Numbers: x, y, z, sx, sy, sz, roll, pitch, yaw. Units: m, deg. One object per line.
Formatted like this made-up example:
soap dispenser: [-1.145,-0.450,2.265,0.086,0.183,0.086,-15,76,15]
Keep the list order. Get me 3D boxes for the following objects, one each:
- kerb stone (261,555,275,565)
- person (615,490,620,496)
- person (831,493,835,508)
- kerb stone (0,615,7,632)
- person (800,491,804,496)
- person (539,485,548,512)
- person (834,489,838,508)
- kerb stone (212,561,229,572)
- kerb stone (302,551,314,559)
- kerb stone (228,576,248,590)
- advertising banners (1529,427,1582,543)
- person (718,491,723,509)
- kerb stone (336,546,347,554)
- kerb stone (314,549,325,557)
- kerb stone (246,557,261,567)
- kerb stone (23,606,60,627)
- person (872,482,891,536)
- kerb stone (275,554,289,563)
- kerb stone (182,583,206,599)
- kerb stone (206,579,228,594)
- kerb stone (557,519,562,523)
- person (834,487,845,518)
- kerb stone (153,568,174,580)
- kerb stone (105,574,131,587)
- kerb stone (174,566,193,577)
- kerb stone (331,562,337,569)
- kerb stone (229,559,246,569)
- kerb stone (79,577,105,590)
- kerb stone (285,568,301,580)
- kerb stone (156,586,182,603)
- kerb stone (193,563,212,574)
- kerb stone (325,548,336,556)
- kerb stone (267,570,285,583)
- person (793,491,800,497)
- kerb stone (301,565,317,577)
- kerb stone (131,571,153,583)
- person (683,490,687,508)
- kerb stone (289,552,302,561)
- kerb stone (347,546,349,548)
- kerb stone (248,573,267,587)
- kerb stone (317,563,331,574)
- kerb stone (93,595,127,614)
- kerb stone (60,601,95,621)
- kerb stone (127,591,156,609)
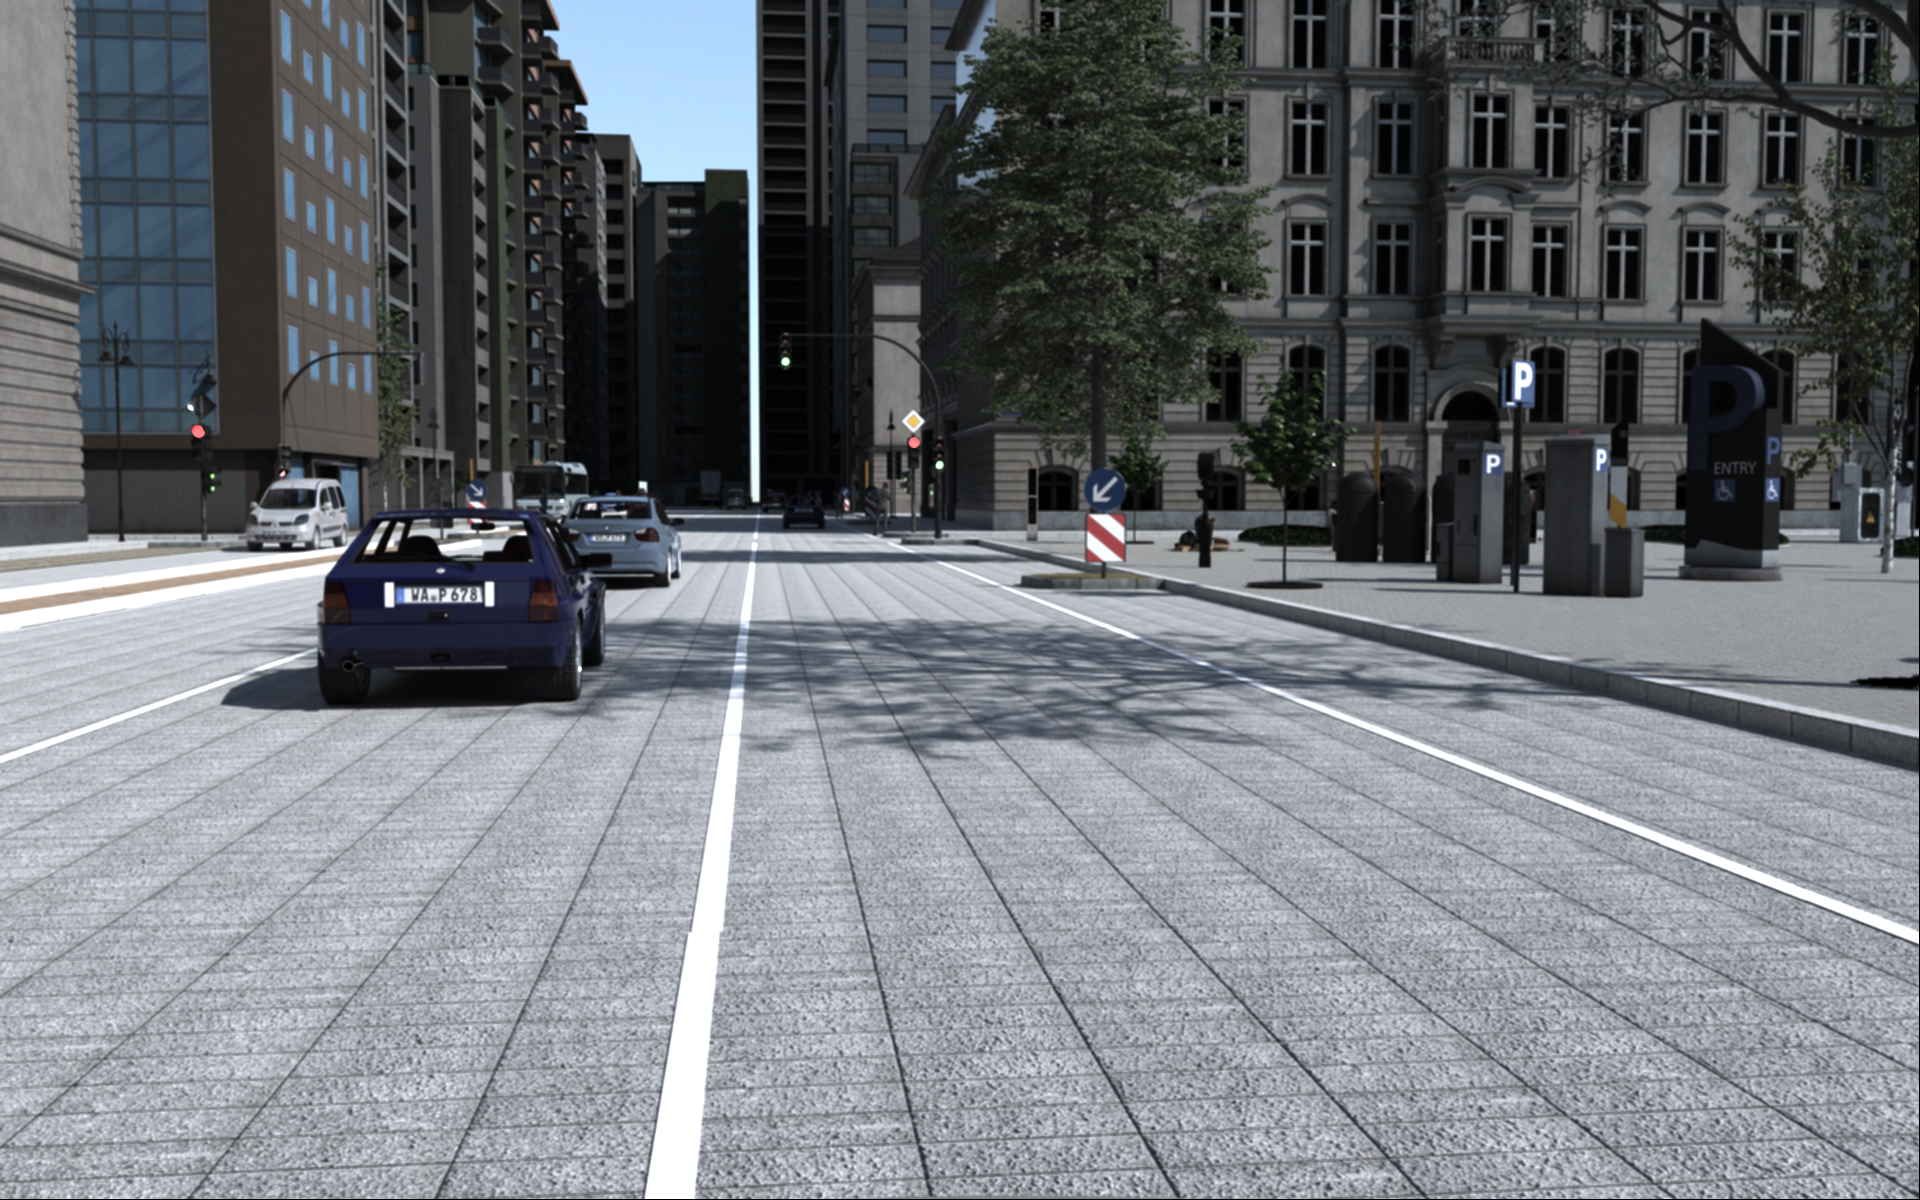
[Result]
kerb stone: [-14.140,-0.790,35.104,0.120,0.150,1.000,0,4,-7]
person: [-26.048,-7.530,132.335,0.721,1.743,1.217,-3,5,-45]
person: [-11.856,-9.650,164.379,0.990,1.755,0.434,-3,5,-39]
kerb stone: [-10.054,0.255,18.019,0.120,0.150,1.000,0,4,-7]
person: [-17.632,-11.282,193.764,0.742,1.727,0.445,2,4,26]
person: [-17.140,-3.856,71.570,0.654,1.822,0.581,0,4,-7]
person: [-11.618,-9.557,162.965,0.551,1.740,0.621,-1,4,-20]
kerb stone: [-13.790,-0.603,32.053,0.120,0.150,1.000,0,4,-7]
kerb stone: [-14.486,-0.975,38.162,0.120,0.150,1.000,0,4,-7]
kerb stone: [-10.995,-0.242,26.155,0.120,0.150,1.000,0,4,-7]
advertising banners: [15.432,-2.998,45.204,2.074,3.025,0.090,-2,4,-26]
person: [-22.206,-9.283,160.993,0.721,1.735,1.217,0,4,7]
kerb stone: [-14.835,-1.163,41.210,0.120,0.150,1.000,0,4,-7]
kerb stone: [-14.606,-1.039,39.177,0.120,0.150,1.000,0,4,-7]
kerb stone: [-14.023,-0.727,34.089,0.120,0.150,1.000,0,4,-7]
kerb stone: [-10.184,0.193,19.032,0.120,0.150,1.000,0,4,-7]
person: [-2.716,-3.159,59.953,0.655,1.846,0.447,0,4,2]
kerb stone: [-14.252,-0.852,36.130,0.120,0.150,1.000,0,4,-7]
kerb stone: [-10.767,-0.118,24.124,0.120,0.150,1.000,0,4,-7]
kerb stone: [-10.878,-0.180,25.140,0.120,0.150,1.000,0,4,-7]
kerb stone: [-20.160,-3.998,87.564,0.120,0.150,1.000,0,4,-7]
person: [-6.961,-5.651,100.876,0.794,1.824,0.713,1,4,8]
kerb stone: [-13.436,-0.411,28.993,0.120,0.150,1.000,0,4,-7]
kerb stone: [-13.195,-0.286,26.961,0.120,0.150,1.000,0,4,-7]
kerb stone: [-13.557,-0.478,30.007,0.120,0.150,1.000,0,4,-7]
kerb stone: [-11.703,-0.615,32.255,0.120,0.150,1.000,0,4,-7]
kerb stone: [-13.899,-0.665,33.075,0.120,0.150,1.000,0,4,-7]
kerb stone: [-13.096,-0.229,25.932,0.120,0.150,1.000,0,4,-7]
kerb stone: [-11.346,-0.428,29.201,0.120,0.150,1.000,0,4,-7]
kerb stone: [-10.643,-0.055,23.101,0.120,0.150,1.000,0,4,-7]
kerb stone: [-13.669,-0.539,31.036,0.120,0.150,1.000,0,4,-7]
kerb stone: [-14.717,-1.101,40.193,0.120,0.150,1.000,0,4,-7]
kerb stone: [-11.232,-0.366,28.185,0.120,0.150,1.000,0,4,-7]
person: [-16.854,-10.374,178.909,1.217,1.735,0.721,1,4,22]
kerb stone: [-11.459,-0.488,30.217,0.120,0.150,1.000,0,4,-7]
kerb stone: [-13.317,-0.354,27.975,0.120,0.150,1.000,0,4,-7]
person: [-29.261,-10.770,184.594,0.705,1.824,1.348,-1,4,-20]
kerb stone: [-14.371,-0.913,37.147,0.120,0.150,1.000,0,4,-7]
kerb stone: [-14.953,-1.225,42.225,0.120,0.150,1.000,0,4,-7]
kerb stone: [-11.112,-0.304,27.170,0.120,0.150,1.000,0,4,-7]
kerb stone: [-11.575,-0.551,31.242,0.120,0.150,1.000,0,4,-7]
kerb stone: [-10.413,0.069,21.064,0.120,0.150,1.000,0,4,-7]
kerb stone: [-10.299,0.135,20.048,0.120,0.150,1.000,0,4,-7]
kerb stone: [-10.521,0.007,22.085,0.120,0.150,1.000,0,4,-7]
